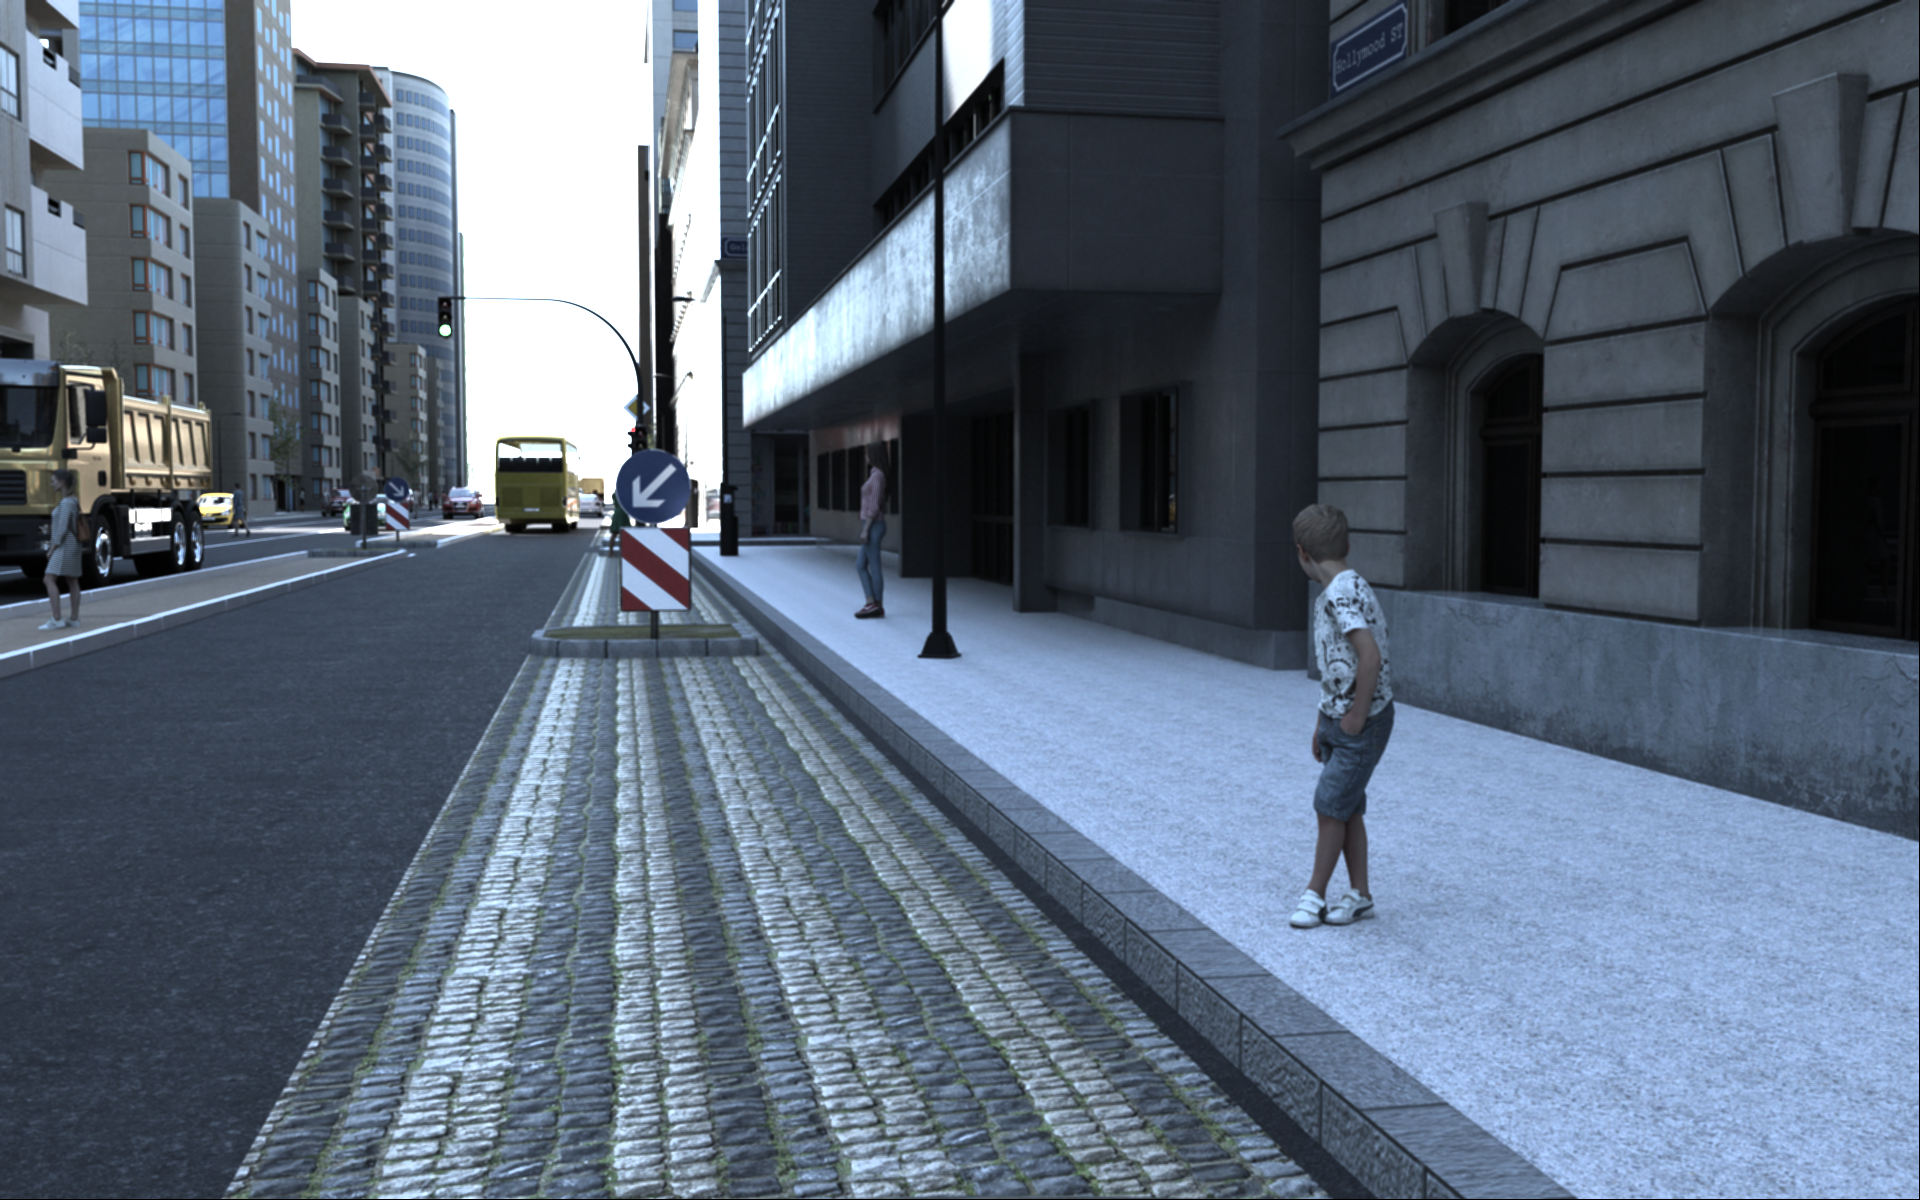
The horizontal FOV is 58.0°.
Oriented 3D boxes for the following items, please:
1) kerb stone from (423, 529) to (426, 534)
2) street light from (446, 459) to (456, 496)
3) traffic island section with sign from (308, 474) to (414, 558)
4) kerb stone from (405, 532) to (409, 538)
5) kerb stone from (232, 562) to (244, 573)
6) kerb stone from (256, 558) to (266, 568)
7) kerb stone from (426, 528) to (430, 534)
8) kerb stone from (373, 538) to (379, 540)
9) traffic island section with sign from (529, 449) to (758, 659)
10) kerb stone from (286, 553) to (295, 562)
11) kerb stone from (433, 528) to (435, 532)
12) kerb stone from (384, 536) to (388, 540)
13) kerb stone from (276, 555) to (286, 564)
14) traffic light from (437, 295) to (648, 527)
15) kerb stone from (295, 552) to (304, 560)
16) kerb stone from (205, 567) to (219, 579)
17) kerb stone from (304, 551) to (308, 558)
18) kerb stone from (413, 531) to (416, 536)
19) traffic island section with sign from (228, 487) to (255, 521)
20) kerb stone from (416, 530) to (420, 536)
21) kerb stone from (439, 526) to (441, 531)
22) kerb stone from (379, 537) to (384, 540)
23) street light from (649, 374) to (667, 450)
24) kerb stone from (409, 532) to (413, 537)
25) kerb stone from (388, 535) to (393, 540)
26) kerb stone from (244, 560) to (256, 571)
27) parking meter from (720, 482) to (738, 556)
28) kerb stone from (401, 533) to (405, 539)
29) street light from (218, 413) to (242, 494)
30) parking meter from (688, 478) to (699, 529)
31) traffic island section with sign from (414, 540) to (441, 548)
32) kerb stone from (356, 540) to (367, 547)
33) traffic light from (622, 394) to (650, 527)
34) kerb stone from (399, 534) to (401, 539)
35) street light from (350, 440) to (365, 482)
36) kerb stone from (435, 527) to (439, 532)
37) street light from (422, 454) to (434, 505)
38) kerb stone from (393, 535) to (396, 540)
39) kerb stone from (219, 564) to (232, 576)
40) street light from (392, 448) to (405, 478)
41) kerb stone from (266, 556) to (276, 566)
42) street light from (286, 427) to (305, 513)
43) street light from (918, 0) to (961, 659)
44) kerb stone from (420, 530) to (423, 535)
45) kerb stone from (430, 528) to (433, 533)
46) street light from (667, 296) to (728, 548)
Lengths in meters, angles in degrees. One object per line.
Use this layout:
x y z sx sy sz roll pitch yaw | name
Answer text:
-19.025 -2.376 61.058 0.120 0.150 1.000 -1 4 -11 | kerb stone
-67.243 -15.670 228.742 1.470 5.913 1.316 -1 4 -11 | street light
-13.800 -1.939 39.832 2.006 1.907 1.989 -1 4 -11 | traffic island section with sign
-18.038 -2.069 56.030 0.120 0.150 1.000 -1 4 -11 | kerb stone
-13.177 -0.560 31.347 0.120 0.150 1.000 -1 4 -11 | kerb stone
-13.573 -0.682 33.353 0.120 0.150 1.000 -1 4 -11 | kerb stone
-19.216 -2.439 62.070 0.120 0.150 1.000 -1 4 -11 | kerb stone
-16.645 -1.639 48.985 0.120 0.150 1.000 -1 4 -11 | kerb stone
-2.939 -0.448 15.960 1.989 1.847 2.006 -1 4 -11 | traffic island section with sign
-14.164 -0.867 36.367 0.120 0.150 1.000 -1 4 -11 | kerb stone
-19.622 -2.562 64.083 0.120 0.150 1.000 -1 4 -11 | kerb stone
-17.039 -1.762 50.999 0.120 0.150 1.000 -1 4 -11 | kerb stone
-13.968 -0.805 35.360 0.120 0.150 1.000 -1 4 -11 | kerb stone
-9.565 -4.006 40.161 4.771 5.953 1.251 -1 4 -11 | traffic light
-14.360 -0.928 37.371 0.120 0.150 1.000 -1 4 -11 | kerb stone
-12.779 -0.437 29.332 0.120 0.150 1.000 -1 4 -11 | kerb stone
-14.563 -0.985 38.373 0.120 0.150 1.000 -1 4 -11 | kerb stone
-18.425 -2.193 58.049 0.120 0.150 1.000 -1 4 -11 | kerb stone
-39.186 -5.185 93.407 1.989 1.847 2.006 -1 4 -11 | traffic island section with sign
-18.622 -2.253 59.053 0.120 0.150 1.000 -1 4 -11 | kerb stone
-20.018 -2.681 66.096 0.120 0.150 1.000 -1 4 -11 | kerb stone
-16.843 -1.700 49.990 0.120 0.150 1.000 -1 4 -11 | kerb stone
-11.203 -5.800 67.367 1.470 5.913 1.316 -1 4 -11 | street light
-18.227 -2.126 57.042 0.120 0.150 1.000 -1 4 -11 | kerb stone
-17.239 -1.823 52.005 0.120 0.150 1.000 -1 4 -11 | kerb stone
-13.375 -0.621 32.350 0.120 0.150 1.000 -1 4 -11 | kerb stone
-4.804 -1.688 36.004 0.372 1.533 0.369 0 3 0 | parking meter
-17.833 -2.005 55.027 0.120 0.150 1.000 -1 4 -11 | kerb stone
-41.625 -7.720 98.765 1.470 5.913 1.316 -1 4 -11 | street light
-9.929 -3.597 64.527 0.255 1.863 0.399 2 4 29 | parking meter
-15.221 -2.383 47.102 2.006 1.907 1.989 -1 4 -11 | traffic island section with sign
-16.244 -1.515 46.961 0.120 0.150 1.000 -1 4 -11 | kerb stone
-9.071 -3.646 48.538 0.839 4.253 0.868 -1 4 -11 | traffic light
-17.631 -1.947 54.025 0.120 0.150 1.000 -1 4 -11 | kerb stone
-51.347 -10.703 147.541 1.470 5.913 1.316 -1 4 -11 | street light
-19.802 -2.623 65.089 0.120 0.150 1.000 -1 4 -11 | kerb stone
-61.841 -13.991 201.297 1.470 5.913 1.316 -1 4 -11 | street light
-17.441 -1.885 53.019 0.120 0.150 1.000 -1 4 -11 | kerb stone
-12.979 -0.497 30.335 0.120 0.150 1.000 -1 4 -11 | kerb stone
-56.696 -12.372 174.818 1.470 5.913 1.316 -1 4 -11 | street light
-13.772 -0.744 34.356 0.120 0.150 1.000 -1 4 -11 | kerb stone
-45.750 -8.978 119.325 1.470 5.913 1.316 -1 4 -11 | street light
-0.694 -2.497 13.370 1.470 5.913 1.316 -1 4 -11 | street light
-18.823 -2.316 60.055 0.120 0.150 1.000 -1 4 -11 | kerb stone
-19.416 -2.501 63.082 0.120 0.150 1.000 -1 4 -11 | kerb stone
-6.084 -4.183 40.939 1.470 5.913 1.316 -1 4 -11 | street light
